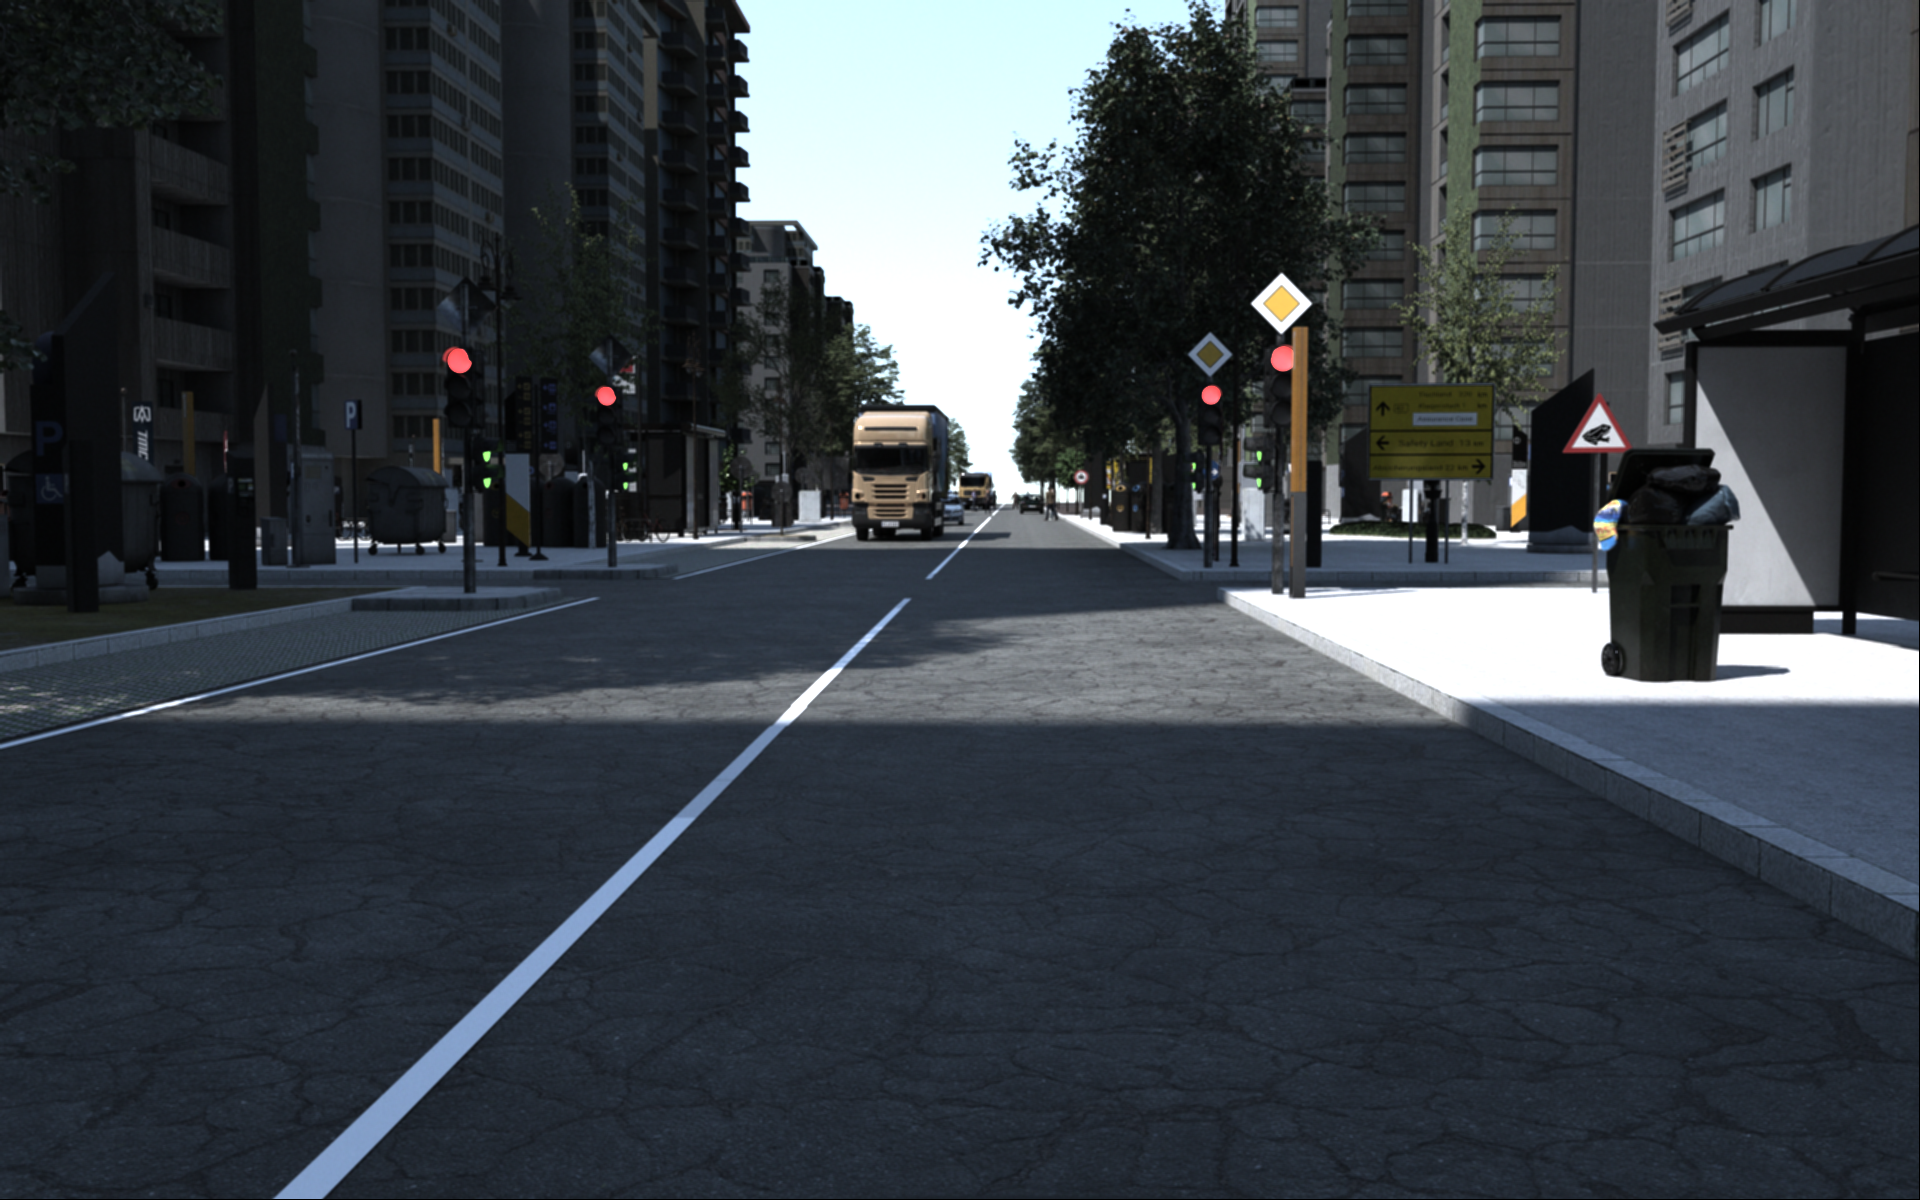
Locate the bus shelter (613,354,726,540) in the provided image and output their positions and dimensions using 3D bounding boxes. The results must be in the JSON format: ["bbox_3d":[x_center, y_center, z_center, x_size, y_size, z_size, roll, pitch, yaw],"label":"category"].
[{"bbox_3d":[-8.901,-4.578,52.476,2.179,5.291,8.768,0,4,2],"label":"bus shelter"}]

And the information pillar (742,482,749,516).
[{"bbox_3d":[-12.165,-5.729,98.155,0.304,2.012,0.304,3,4,37],"label":"information pillar"}]

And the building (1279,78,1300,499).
[{"bbox_3d":[29.490,-21.525,123.630,14.160,30.474,14.107,0,4,2],"label":"building"}]

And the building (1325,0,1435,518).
[{"bbox_3d":[27.429,-19.919,97.383,14.160,30.474,14.107,0,4,2],"label":"building"}]

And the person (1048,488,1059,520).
[{"bbox_3d":[5.155,-5.275,95.340,0.643,1.750,0.593,0,4,-2],"label":"person"}]

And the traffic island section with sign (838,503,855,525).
[{"bbox_3d":[-4.590,-4.387,80.351,1.989,1.847,2.006,0,4,2],"label":"traffic island section with sign"}]

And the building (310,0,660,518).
[{"bbox_3d":[-34.896,-26.070,118.118,32.217,40.220,23.993,0,4,2],"label":"building"}]

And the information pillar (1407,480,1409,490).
[{"bbox_3d":[22.336,-4.973,85.798,0.304,2.012,0.304,-3,5,-43],"label":"information pillar"}]

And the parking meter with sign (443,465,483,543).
[{"bbox_3d":[-12.755,-3.019,45.620,1.738,3.016,0.543,-1,4,-12],"label":"parking meter with sign"}]

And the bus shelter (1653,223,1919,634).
[{"bbox_3d":[7.343,-1.187,13.330,2.014,3.302,5.546,0,4,2],"label":"bus shelter"}]

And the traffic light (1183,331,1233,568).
[{"bbox_3d":[4.303,-2.517,30.071,0.839,4.253,0.868,0,4,2],"label":"traffic light"}]

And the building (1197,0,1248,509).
[{"bbox_3d":[32.752,-43.801,154.402,20.563,71.187,20.611,0,4,2],"label":"building"}]

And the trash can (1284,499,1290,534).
[{"bbox_3d":[10.336,-2.663,55.191,0.748,1.137,0.748,0,3,0],"label":"trash can"}]

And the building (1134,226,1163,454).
[{"bbox_3d":[35.752,-43.242,249.005,21.231,58.520,28.212,0,4,2],"label":"building"}]

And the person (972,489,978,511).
[{"bbox_3d":[1.310,-8.242,143.127,0.599,1.838,0.709,2,4,31],"label":"person"}]

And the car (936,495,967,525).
[{"bbox_3d":[-0.690,-4.194,80.575,2.014,1.417,4.499,0,4,0],"label":"car"}]

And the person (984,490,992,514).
[{"bbox_3d":[2.034,-7.087,124.907,0.617,1.759,0.750,0,4,-5],"label":"person"}]

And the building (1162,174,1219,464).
[{"bbox_3d":[36.309,-34.630,220.828,22.147,44.769,28.867,0,4,2],"label":"building"}]

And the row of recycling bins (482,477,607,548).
[{"bbox_3d":[-10.101,-2.141,42.125,3.534,1.692,1.069,2,4,24],"label":"row of recycling bins"}]

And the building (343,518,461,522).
[{"bbox_3d":[-36.810,-24.148,86.698,32.217,40.220,23.993,0,4,2],"label":"building"}]

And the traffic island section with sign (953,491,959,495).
[{"bbox_3d":[0.410,-14.150,239.975,1.989,1.847,2.006,0,4,2],"label":"traffic island section with sign"}]

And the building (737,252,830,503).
[{"bbox_3d":[-24.111,-26.886,211.295,14.160,30.474,14.107,0,4,2],"label":"building"}]

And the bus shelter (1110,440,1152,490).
[{"bbox_3d":[9.523,-7.085,93.472,2.179,5.291,8.768,0,4,2],"label":"bus shelter"}]

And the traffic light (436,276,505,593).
[{"bbox_3d":[-6.353,-2.048,22.398,0.839,4.253,0.868,0,4,2],"label":"traffic light"}]

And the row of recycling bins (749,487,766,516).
[{"bbox_3d":[-11.820,-5.753,101.172,1.069,1.692,3.534,0,4,-6],"label":"row of recycling bins"}]

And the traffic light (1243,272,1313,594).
[{"bbox_3d":[4.053,-2.029,22.089,0.839,4.253,0.868,0,4,2],"label":"traffic light"}]

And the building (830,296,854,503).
[{"bbox_3d":[-22.834,-29.211,249.303,14.160,30.474,14.107,0,4,2],"label":"building"}]

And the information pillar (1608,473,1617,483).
[{"bbox_3d":[22.359,-3.352,59.304,0.304,2.012,0.304,1,4,16],"label":"information pillar"}]

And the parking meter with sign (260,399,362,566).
[{"bbox_3d":[-11.826,-2.159,31.560,1.738,3.016,0.543,-3,5,-44],"label":"parking meter with sign"}]

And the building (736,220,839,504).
[{"bbox_3d":[-32.374,-32.930,230.279,32.217,40.220,23.993,0,4,2],"label":"building"}]

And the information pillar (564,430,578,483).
[{"bbox_3d":[-14.172,-4.388,63.092,0.504,3.616,0.183,-1,4,-22],"label":"information pillar"}]

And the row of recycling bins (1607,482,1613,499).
[{"bbox_3d":[20.905,-2.919,54.835,1.069,1.692,3.534,0,3,0],"label":"row of recycling bins"}]

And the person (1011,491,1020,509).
[{"bbox_3d":[5.232,-9.430,163.235,0.990,1.755,0.434,1,4,18],"label":"person"}]

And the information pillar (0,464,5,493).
[{"bbox_3d":[-23.560,-2.314,42.330,0.304,2.012,0.304,2,4,24],"label":"information pillar"}]

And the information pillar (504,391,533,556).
[{"bbox_3d":[-9.083,-2.706,35.600,0.504,3.616,0.183,0,4,-4],"label":"information pillar"}]

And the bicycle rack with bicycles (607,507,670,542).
[{"bbox_3d":[-9.443,-2.013,46.290,2.852,0.926,2.925,-3,4,-38],"label":"bicycle rack with bicycles"}]

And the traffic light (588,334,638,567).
[{"bbox_3d":[-6.104,-2.536,30.379,0.839,4.253,0.868,0,4,2],"label":"traffic light"}]

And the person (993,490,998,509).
[{"bbox_3d":[3.416,-9.790,168.571,0.705,1.824,1.348,-1,4,-19],"label":"person"}]

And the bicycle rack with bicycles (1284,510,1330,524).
[{"bbox_3d":[14.417,-3.677,73.504,2.852,0.926,2.925,-1,4,-17],"label":"bicycle rack with bicycles"}]

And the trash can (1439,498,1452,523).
[{"bbox_3d":[16.298,-2.884,58.815,0.748,1.137,0.748,0,3,0],"label":"trash can"}]

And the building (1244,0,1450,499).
[{"bbox_3d":[29.458,-27.754,137.380,14.154,41.232,14.086,0,4,2],"label":"building"}]

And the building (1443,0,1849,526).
[{"bbox_3d":[27.834,-23.938,74.976,14.154,41.232,14.086,0,4,2],"label":"building"}]

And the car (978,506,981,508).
[{"bbox_3d":[1.325,-10.454,181.142,2.015,1.641,3.980,0,4,3],"label":"car"}]

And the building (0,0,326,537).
[{"bbox_3d":[-28.615,-17.083,51.004,14.160,30.474,14.107,0,4,2],"label":"building"}]

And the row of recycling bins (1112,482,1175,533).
[{"bbox_3d":[6.405,-3.119,58.115,1.069,1.692,3.534,-2,4,-34],"label":"row of recycling bins"}]

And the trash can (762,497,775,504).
[{"bbox_3d":[-9.926,-4.787,89.920,0.748,1.137,0.748,0,3,0],"label":"trash can"}]

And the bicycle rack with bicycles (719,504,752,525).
[{"bbox_3d":[-10.318,-3.678,73.515,2.852,0.926,2.925,3,5,43],"label":"bicycle rack with bicycles"}]

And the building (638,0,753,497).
[{"bbox_3d":[-29.567,-29.972,144.667,22.147,44.769,28.867,0,4,2],"label":"building"}]

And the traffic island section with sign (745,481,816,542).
[{"bbox_3d":[-5.440,-2.707,52.892,1.989,1.847,2.006,0,4,2],"label":"traffic island section with sign"}]

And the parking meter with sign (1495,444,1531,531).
[{"bbox_3d":[19.322,-3.895,59.952,1.738,3.016,0.543,-2,4,-30],"label":"parking meter with sign"}]

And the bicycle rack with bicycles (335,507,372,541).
[{"bbox_3d":[-16.500,-2.149,48.523,2.925,0.926,2.852,1,4,22],"label":"bicycle rack with bicycles"}]

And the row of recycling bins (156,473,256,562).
[{"bbox_3d":[-15.313,-1.580,32.948,3.534,1.692,1.069,-2,4,-34],"label":"row of recycling bins"}]

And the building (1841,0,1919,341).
[{"bbox_3d":[28.782,-22.265,47.624,14.086,41.232,14.154,0,4,2],"label":"building"}]

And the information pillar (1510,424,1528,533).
[{"bbox_3d":[18.577,-4.050,57.567,0.504,3.616,0.183,1,4,16],"label":"information pillar"}]

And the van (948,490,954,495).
[{"bbox_3d":[-1.366,-10.337,176.020,2.013,2.044,4.112,0,4,1],"label":"van"}]

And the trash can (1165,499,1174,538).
[{"bbox_3d":[6.024,-2.208,47.749,0.748,1.137,0.748,0,3,0],"label":"trash can"}]

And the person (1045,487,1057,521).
[{"bbox_3d":[4.931,-5.222,93.785,0.836,1.842,0.656,2,4,31],"label":"person"}]

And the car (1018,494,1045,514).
[{"bbox_3d":[5.243,-7.147,126.646,2.009,1.686,4.222,0,4,1],"label":"car"}]

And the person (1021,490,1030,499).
[{"bbox_3d":[7.120,-10.614,182.117,1.350,1.814,0.705,-1,4,-9],"label":"person"}]

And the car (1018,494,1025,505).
[{"bbox_3d":[7.595,-11.970,207.506,2.131,1.459,4.920,0,4,1],"label":"car"}]
